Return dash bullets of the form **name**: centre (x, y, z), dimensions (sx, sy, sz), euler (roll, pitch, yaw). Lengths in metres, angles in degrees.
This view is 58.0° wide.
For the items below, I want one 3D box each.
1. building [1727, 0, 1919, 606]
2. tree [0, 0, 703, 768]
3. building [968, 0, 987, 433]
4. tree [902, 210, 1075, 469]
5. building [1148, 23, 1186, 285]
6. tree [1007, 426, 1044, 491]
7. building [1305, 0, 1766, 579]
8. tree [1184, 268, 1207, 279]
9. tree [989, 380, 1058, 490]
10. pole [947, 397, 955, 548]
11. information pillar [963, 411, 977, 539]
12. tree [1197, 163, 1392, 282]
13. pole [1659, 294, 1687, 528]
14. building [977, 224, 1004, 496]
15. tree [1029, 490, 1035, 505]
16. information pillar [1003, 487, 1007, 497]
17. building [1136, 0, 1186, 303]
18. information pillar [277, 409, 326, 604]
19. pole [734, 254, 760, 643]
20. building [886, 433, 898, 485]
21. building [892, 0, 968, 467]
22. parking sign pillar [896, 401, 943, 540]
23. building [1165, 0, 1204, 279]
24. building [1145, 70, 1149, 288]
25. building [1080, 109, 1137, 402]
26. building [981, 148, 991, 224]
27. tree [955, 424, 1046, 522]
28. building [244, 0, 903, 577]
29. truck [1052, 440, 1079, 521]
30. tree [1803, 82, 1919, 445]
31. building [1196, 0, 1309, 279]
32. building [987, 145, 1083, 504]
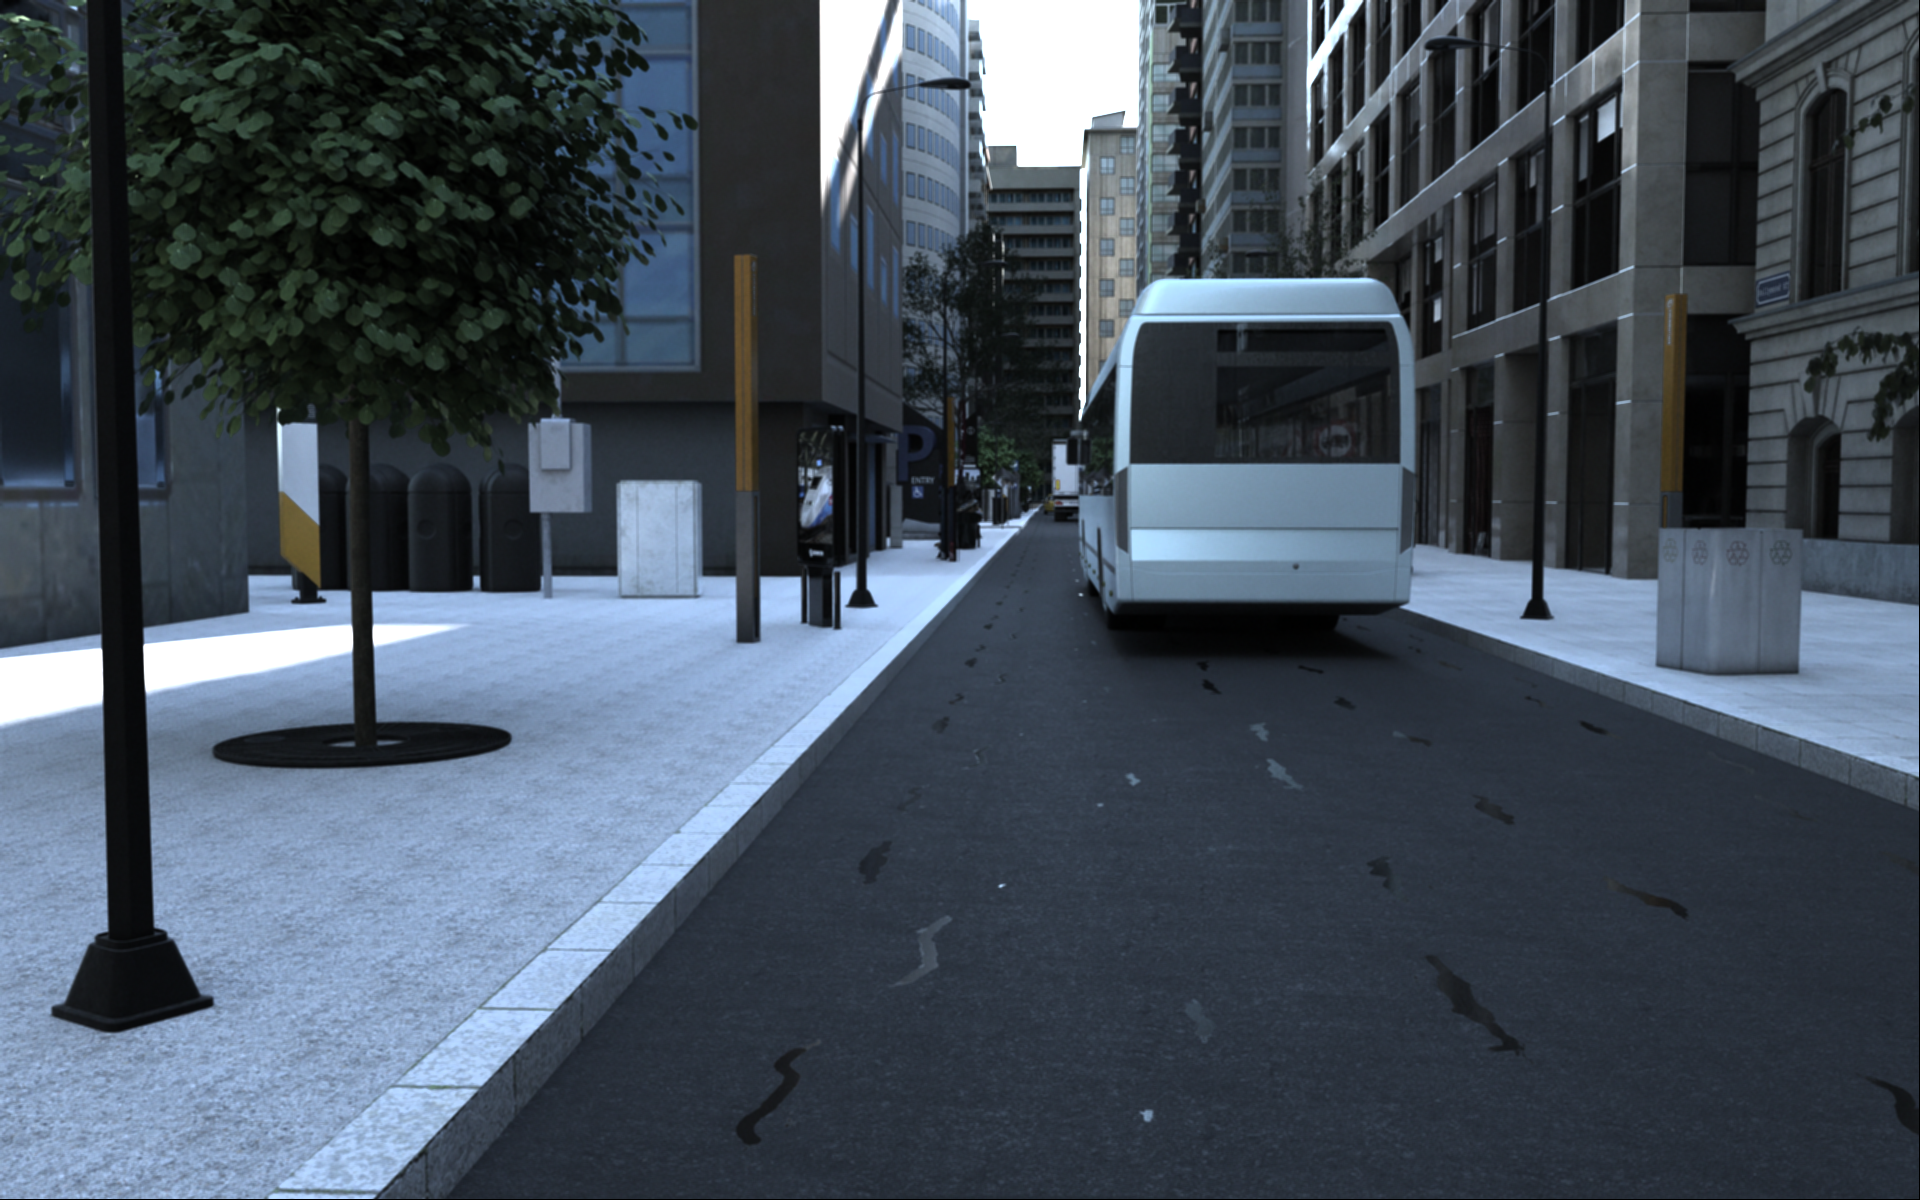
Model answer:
- **building**: centre (15.542, -11.504, 7.182), dimensions (14.460, 24.649, 34.723), euler (0, 4, 3)
- **tree**: centre (-2.936, -1.527, 8.674), dimensions (4.285, 4.588, 4.351), euler (0, 3, 0)
- **building**: centre (-8.870, -33.155, 161.697), dimensions (23.786, 49.044, 30.456), euler (0, 4, 3)
- **tree**: centre (0.218, -7.472, 56.573), dimensions (7.601, 10.594, 8.767), euler (0, 4, -7)
- **building**: centre (23.691, -28.793, 154.352), dimensions (14.154, 41.232, 14.086), euler (0, 4, 3)
- **tree**: centre (5.810, -12.811, 159.827), dimensions (4.737, 8.622, 4.395), euler (0, 3, 0)
- **building**: centre (20.526, -14.506, 41.683), dimensions (19.350, 26.468, 34.151), euler (0, 4, 3)
- **tree**: centre (8.070, -6.461, 55.993), dimensions (4.737, 8.622, 4.395), euler (0, 3, 0)
- **tree**: centre (3.846, -9.873, 111.791), dimensions (4.360, 8.622, 3.978), euler (0, 3, 0)
- **pole**: centre (-0.214, -2.614, 36.587), dimensions (0.158, 3.312, 0.155), euler (0, 3, 0)
- **information pillar**: centre (0.222, -3.517, 48.865), dimensions (0.504, 3.616, 0.183), euler (-1, 4, -9)
- **tree**: centre (7.379, -5.355, 37.911), dimensions (4.360, 8.622, 3.978), euler (0, 3, 0)
- **pole**: centre (7.315, -1.464, 17.786), dimensions (0.158, 3.312, 0.155), euler (0, 3, 0)
- **building**: centre (-2.560, -25.240, 184.378), dimensions (14.160, 30.474, 14.107), euler (0, 4, 3)
- **tree**: centre (8.194, -12.917, 205.793), dimensions (1.663, 3.219, 1.824), euler (0, 3, 0)
- **information pillar**: centre (2.454, -6.112, 91.278), dimensions (0.504, 3.616, 0.183), euler (-2, 4, -32)
- **building**: centre (29.568, -46.971, 206.233), dimensions (20.563, 71.187, 20.611), euler (0, 4, 3)
- **information pillar**: centre (-7.713, -1.765, 20.210), dimensions (0.183, 3.616, 0.504), euler (2, 4, 35)
- **pole**: centre (-1.831, -1.288, 14.902), dimensions (0.158, 3.312, 0.155), euler (0, 3, 0)
- **building**: centre (-11.698, -39.422, 82.798), dimensions (20.563, 71.187, 20.611), euler (0, 4, 3)
- **building**: centre (-10.601, -35.142, 116.574), dimensions (21.231, 58.520, 28.212), euler (0, 4, 3)
- **parking sign pillar**: centre (-1.132, -3.702, 48.999), dimensions (1.447, 3.967, 1.447), euler (1, 4, 19)
- **building**: centre (26.235, -28.710, 124.028), dimensions (22.147, 44.769, 28.867), euler (0, 4, 3)
- **building**: centre (25.371, -31.715, 168.658), dimensions (14.600, 45.320, 14.200), euler (0, 4, 3)
- **building**: centre (30.899, -40.126, 245.301), dimensions (27.495, 52.752, 28.713), euler (0, 4, 3)
- **building**: centre (-9.284, -33.864, 208.306), dimensions (28.867, 44.769, 22.147), euler (0, 4, 3)
- **tree**: centre (1.115, -5.891, 80.030), dimensions (4.285, 4.588, 4.351), euler (0, 3, 0)
- **building**: centre (-8.607, -23.390, 32.540), dimensions (14.600, 45.320, 14.200), euler (0, 4, 3)
- **truck**: centre (6.419, -6.479, 94.838), dimensions (2.839, 4.237, 11.283), euler (0, 4, 4)
- **tree**: centre (5.372, -3.487, 7.370), dimensions (4.360, 8.622, 3.978), euler (0, 3, 0)
- **building**: centre (24.990, -24.313, 89.398), dimensions (23.993, 40.220, 32.217), euler (0, 4, 3)
- **building**: centre (6.187, -37.878, 243.005), dimensions (21.600, 48.544, 21.300), euler (0, 4, 3)
